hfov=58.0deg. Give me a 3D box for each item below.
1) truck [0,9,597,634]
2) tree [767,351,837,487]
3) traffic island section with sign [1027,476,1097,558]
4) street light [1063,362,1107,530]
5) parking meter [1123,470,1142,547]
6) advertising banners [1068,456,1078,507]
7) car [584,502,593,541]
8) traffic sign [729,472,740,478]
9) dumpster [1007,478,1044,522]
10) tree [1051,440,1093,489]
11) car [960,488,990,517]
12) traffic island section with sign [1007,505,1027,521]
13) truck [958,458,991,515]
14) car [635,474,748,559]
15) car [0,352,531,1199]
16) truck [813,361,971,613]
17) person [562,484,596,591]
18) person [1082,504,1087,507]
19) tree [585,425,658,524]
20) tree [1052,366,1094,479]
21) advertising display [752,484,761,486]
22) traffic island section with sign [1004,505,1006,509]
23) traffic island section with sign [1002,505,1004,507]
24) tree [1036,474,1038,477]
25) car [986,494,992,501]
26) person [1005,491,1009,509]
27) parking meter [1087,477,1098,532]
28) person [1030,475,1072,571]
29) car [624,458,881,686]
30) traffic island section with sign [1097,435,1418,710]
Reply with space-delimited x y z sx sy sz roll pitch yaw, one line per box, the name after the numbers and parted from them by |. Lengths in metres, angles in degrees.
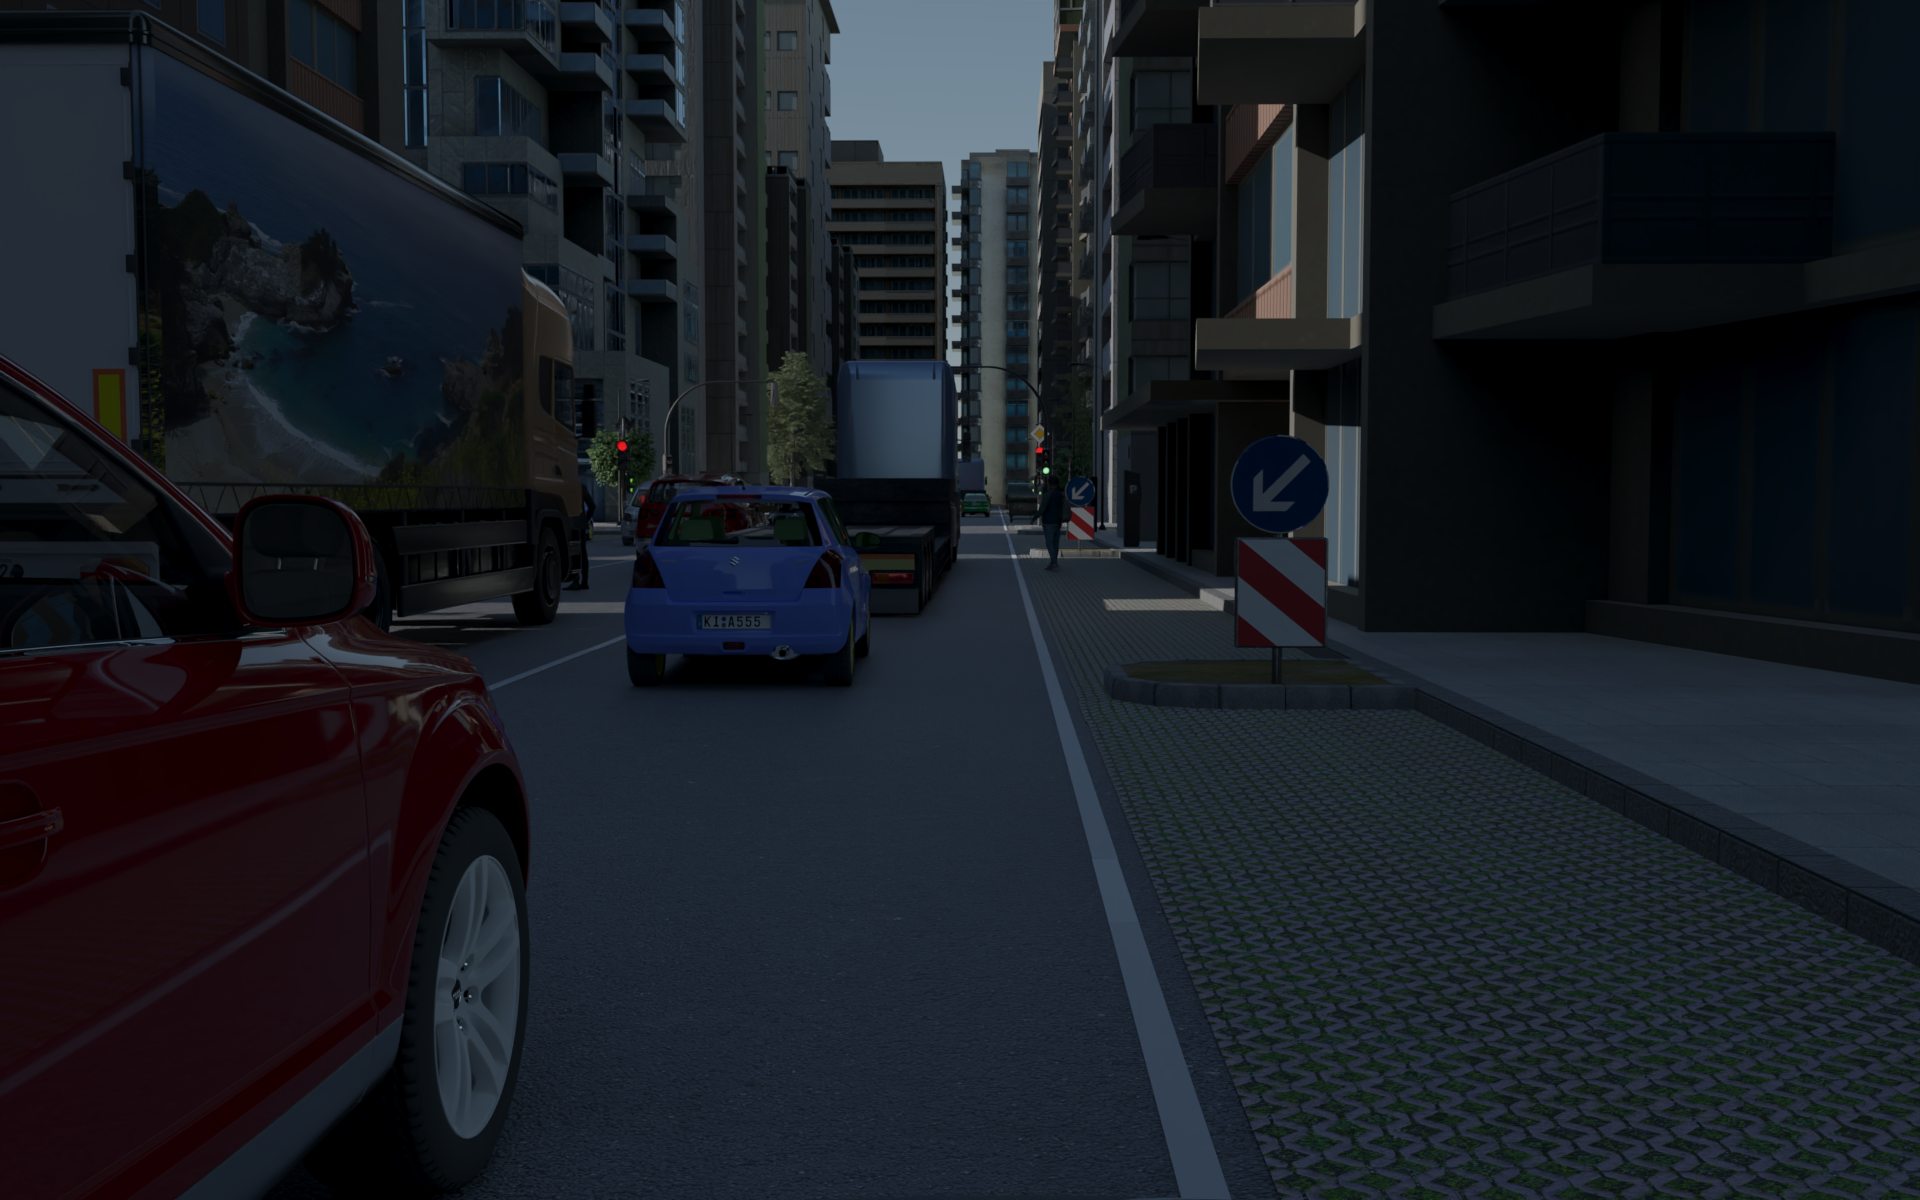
-5.760 -1.637 15.676 2.839 4.237 11.283 0 4 1 | truck
-13.189 -13.414 137.445 7.486 12.596 7.792 0 3 0 | tree
2.612 -1.901 39.711 1.989 1.847 2.006 0 4 1 | traffic island section with sign
4.500 -5.422 61.192 1.470 5.913 1.316 0 4 1 | street light
4.174 -2.214 41.913 0.399 1.863 0.255 0 4 -8 | parking meter
5.164 -5.082 79.275 0.090 3.025 2.074 -1 4 -8 | advertising banners
-12.064 -2.553 51.339 1.945 1.707 3.694 0 4 1 | car
-12.918 -6.031 98.708 0.768 2.556 0.104 0 4 4 | traffic sign
3.377 -5.027 87.140 1.985 2.255 1.502 0 4 3 | dumpster
7.145 -7.425 105.120 4.285 4.588 4.351 0 3 0 | tree
0.949 -6.106 108.631 1.959 1.807 4.718 0 4 0 | car
3.720 -5.229 94.128 1.989 1.847 2.006 0 4 1 | traffic island section with sign
0.718 -8.258 124.783 2.967 4.110 18.799 0 4 -1 | truck
-4.868 -1.499 33.180 2.281 1.827 5.304 0 3 0 | car
-2.044 0.409 1.987 2.281 1.827 5.304 0 4 2 | car
-1.431 -2.417 29.277 2.967 4.110 18.799 0 4 1 | truck
-5.801 -1.100 25.841 0.474 1.900 0.648 3 5 40 | person
6.337 -5.002 88.036 0.699 1.804 1.509 0 4 3 | person
-14.583 -5.589 75.097 4.285 4.588 4.351 0 3 0 | tree
7.290 -9.044 98.233 4.737 8.622 4.395 0 3 0 | tree
-12.804 -6.353 109.088 0.123 1.923 0.974 1 4 23 | advertising display
4.277 -6.892 121.306 1.989 1.847 2.006 0 4 1 | traffic island section with sign
5.856 -11.632 198.806 1.989 1.847 2.006 0 4 1 | traffic island section with sign
6.531 -8.882 139.827 1.663 3.219 1.824 0 3 0 | tree
2.685 -11.838 202.587 2.155 1.783 4.494 0 4 3 | car
4.501 -9.286 161.127 0.445 1.727 0.742 3 4 36 | person
4.447 -3.208 58.162 0.255 1.863 0.399 -1 4 -13 | parking meter
1.725 -1.424 32.126 0.721 1.781 0.623 3 5 40 | person
-1.633 -0.284 14.229 1.945 1.707 3.694 0 4 0 | car
2.056 -0.231 12.397 1.989 1.847 2.006 0 4 1 | traffic island section with sign
